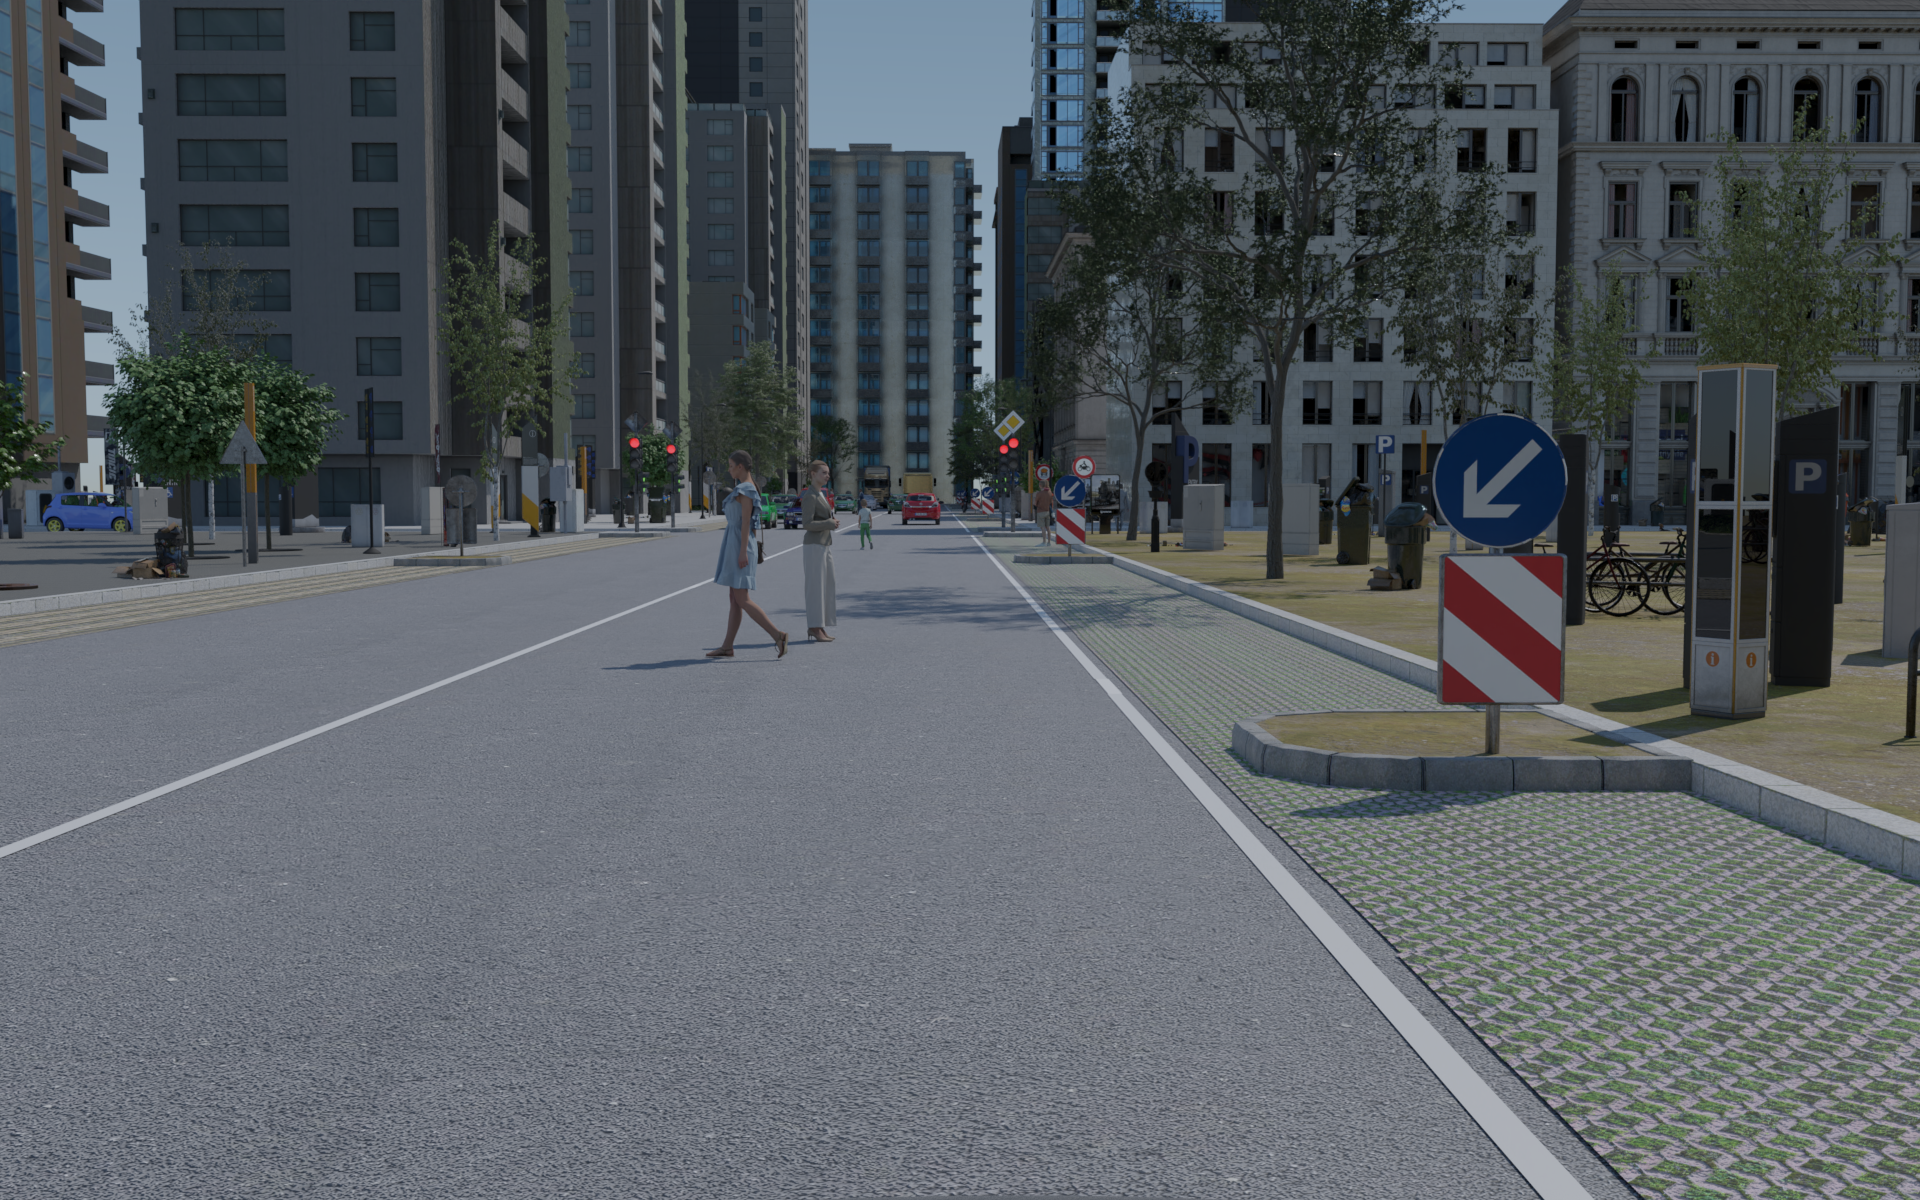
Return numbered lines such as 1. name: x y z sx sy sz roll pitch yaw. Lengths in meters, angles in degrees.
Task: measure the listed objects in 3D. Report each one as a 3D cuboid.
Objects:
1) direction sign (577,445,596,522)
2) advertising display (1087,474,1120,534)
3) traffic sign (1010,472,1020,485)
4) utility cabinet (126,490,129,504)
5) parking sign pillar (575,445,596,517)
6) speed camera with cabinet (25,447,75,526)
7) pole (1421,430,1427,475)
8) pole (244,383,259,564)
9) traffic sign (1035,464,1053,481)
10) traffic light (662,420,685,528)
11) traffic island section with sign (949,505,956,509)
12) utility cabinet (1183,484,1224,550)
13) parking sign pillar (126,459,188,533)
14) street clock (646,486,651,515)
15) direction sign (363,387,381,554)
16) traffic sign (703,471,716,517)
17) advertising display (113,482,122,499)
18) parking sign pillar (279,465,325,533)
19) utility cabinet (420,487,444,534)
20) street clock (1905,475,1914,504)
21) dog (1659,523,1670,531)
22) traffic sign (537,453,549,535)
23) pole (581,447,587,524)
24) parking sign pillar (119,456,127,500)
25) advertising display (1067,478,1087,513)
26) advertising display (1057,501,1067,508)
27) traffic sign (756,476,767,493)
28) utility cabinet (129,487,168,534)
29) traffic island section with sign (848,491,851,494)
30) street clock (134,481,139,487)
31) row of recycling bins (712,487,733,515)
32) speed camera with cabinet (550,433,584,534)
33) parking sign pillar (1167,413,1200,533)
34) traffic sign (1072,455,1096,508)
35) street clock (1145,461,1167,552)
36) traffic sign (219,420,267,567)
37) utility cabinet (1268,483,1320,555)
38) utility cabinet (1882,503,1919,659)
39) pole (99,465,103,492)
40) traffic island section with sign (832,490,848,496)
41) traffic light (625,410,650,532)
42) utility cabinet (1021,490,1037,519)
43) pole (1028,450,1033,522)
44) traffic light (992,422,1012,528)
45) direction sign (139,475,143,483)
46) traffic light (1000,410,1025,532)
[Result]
1. direction sign: -17.241 -5.355 79.547 0.379 3.537 0.876 2 4 32
2. advertising display: 4.660 -3.083 55.623 0.974 1.923 0.123 -1 4 -9
3. traffic sign: 3.001 -5.923 96.939 0.768 2.556 0.104 0 4 1
4. utility cabinet: -39.541 -4.511 82.433 0.318 1.500 1.173 -2 4 -25
5. parking sign pillar: -20.809 -6.544 95.471 1.447 3.967 1.447 1 4 9
6. speed camera with cabinet: -36.649 -4.615 69.794 0.660 3.252 2.038 1 4 16
7. pole: 14.746 -3.749 55.136 0.158 3.312 0.155 0 3 0
8. pole: -13.057 -2.328 31.908 0.158 3.312 0.155 0 3 0
9. traffic sign: 3.549 -4.464 73.098 0.768 2.556 0.104 0 4 4
10. traffic light: -10.914 -4.706 65.872 0.839 4.253 0.868 0 4 -1
11. traffic island section with sign: 0.196 -9.769 168.345 1.989 1.847 2.006 0 4 -1
12. utility cabinet: 5.517 -1.874 39.326 0.318 1.500 1.173 -2 4 -28
13. parking sign pillar: -26.398 -4.215 57.389 1.447 3.967 1.447 2 4 23
14. street clock: -18.770 -6.117 104.582 0.358 2.002 0.471 -1 4 -10
15. direction sign: -12.646 -2.761 37.146 0.379 3.537 0.876 -2 4 -28
16. traffic sign: -13.726 -5.790 94.778 0.768 2.556 0.104 0 4 1
17. advertising display: -45.281 -5.374 93.080 0.123 1.923 0.974 -1 4 -9
18. parking sign pillar: -21.948 -4.231 57.656 1.447 3.967 1.447 1 4 15
19. utility cabinet: -16.731 -2.830 54.950 0.318 1.500 1.173 0 4 6
20. street clock: 36.686 -3.824 67.095 0.471 2.002 0.358 -1 4 -22
21. dog: 25.006 -2.533 61.601 0.550 0.427 0.748 1 4 14
22. traffic sign: -13.042 -3.261 53.423 0.768 2.556 0.104 1 4 8
23. pole: -16.186 -4.940 74.607 0.158 3.312 0.155 0 3 0
24. parking sign pillar: -53.666 -7.515 111.345 1.447 3.967 1.447 1 4 10
25. advertising display: 4.920 -3.961 69.974 0.974 1.923 0.123 1 4 18
26. advertising display: 5.434 -5.097 88.543 0.974 1.923 0.123 0 4 4
27. traffic sign: -14.014 -7.464 122.148 0.768 2.556 0.104 0 4 5
28. utility cabinet: -25.762 -2.841 55.121 0.318 1.500 1.173 1 4 19
29. traffic island section with sign: -12.536 -11.446 195.772 1.989 1.847 2.006 0 4 -1
30. street clock: -47.148 -5.785 99.146 0.358 2.002 0.471 -2 4 -30
31. row of recycling bins: -14.446 -6.038 105.839 1.069 1.692 3.534 -1 4 -16
32. speed camera with cabinet: -12.921 -3.826 56.892 0.660 3.252 2.038 0 4 3
33. parking sign pillar: 7.525 -4.242 57.822 1.447 3.967 1.447 2 4 34
34. traffic sign: 4.077 -3.476 56.945 0.768 2.556 0.104 0 4 3
35. street clock: 4.307 -2.054 38.161 0.471 2.002 0.358 0 4 2
36. traffic sign: -12.622 -1.865 30.493 0.884 2.594 0.081 0 4 7
37. utility cabinet: 6.966 -1.679 36.135 0.318 1.500 1.173 -2 4 -35
38. utility cabinet: 7.607 -0.169 13.933 0.306 1.237 1.020 2 4 30
39. pole: -60.855 -7.886 122.772 0.158 3.312 0.155 0 3 0
40. traffic island section with sign: -12.127 -9.739 167.861 1.989 1.847 2.006 0 4 -1
41. traffic light: -10.797 -4.218 57.887 0.839 4.253 0.868 0 4 -1
42. utility cabinet: 3.619 -4.736 86.117 1.173 1.500 0.318 2 4 33
43. pole: 3.306 -5.327 80.944 0.158 3.312 0.155 0 3 0
44. traffic light: 1.646 -4.719 66.071 0.839 4.253 0.868 0 4 -1
45. direction sign: -55.989 -7.769 119.018 0.876 3.537 0.379 1 4 15
46. traffic light: 1.763 -4.230 58.087 0.839 4.253 0.868 0 4 -1
